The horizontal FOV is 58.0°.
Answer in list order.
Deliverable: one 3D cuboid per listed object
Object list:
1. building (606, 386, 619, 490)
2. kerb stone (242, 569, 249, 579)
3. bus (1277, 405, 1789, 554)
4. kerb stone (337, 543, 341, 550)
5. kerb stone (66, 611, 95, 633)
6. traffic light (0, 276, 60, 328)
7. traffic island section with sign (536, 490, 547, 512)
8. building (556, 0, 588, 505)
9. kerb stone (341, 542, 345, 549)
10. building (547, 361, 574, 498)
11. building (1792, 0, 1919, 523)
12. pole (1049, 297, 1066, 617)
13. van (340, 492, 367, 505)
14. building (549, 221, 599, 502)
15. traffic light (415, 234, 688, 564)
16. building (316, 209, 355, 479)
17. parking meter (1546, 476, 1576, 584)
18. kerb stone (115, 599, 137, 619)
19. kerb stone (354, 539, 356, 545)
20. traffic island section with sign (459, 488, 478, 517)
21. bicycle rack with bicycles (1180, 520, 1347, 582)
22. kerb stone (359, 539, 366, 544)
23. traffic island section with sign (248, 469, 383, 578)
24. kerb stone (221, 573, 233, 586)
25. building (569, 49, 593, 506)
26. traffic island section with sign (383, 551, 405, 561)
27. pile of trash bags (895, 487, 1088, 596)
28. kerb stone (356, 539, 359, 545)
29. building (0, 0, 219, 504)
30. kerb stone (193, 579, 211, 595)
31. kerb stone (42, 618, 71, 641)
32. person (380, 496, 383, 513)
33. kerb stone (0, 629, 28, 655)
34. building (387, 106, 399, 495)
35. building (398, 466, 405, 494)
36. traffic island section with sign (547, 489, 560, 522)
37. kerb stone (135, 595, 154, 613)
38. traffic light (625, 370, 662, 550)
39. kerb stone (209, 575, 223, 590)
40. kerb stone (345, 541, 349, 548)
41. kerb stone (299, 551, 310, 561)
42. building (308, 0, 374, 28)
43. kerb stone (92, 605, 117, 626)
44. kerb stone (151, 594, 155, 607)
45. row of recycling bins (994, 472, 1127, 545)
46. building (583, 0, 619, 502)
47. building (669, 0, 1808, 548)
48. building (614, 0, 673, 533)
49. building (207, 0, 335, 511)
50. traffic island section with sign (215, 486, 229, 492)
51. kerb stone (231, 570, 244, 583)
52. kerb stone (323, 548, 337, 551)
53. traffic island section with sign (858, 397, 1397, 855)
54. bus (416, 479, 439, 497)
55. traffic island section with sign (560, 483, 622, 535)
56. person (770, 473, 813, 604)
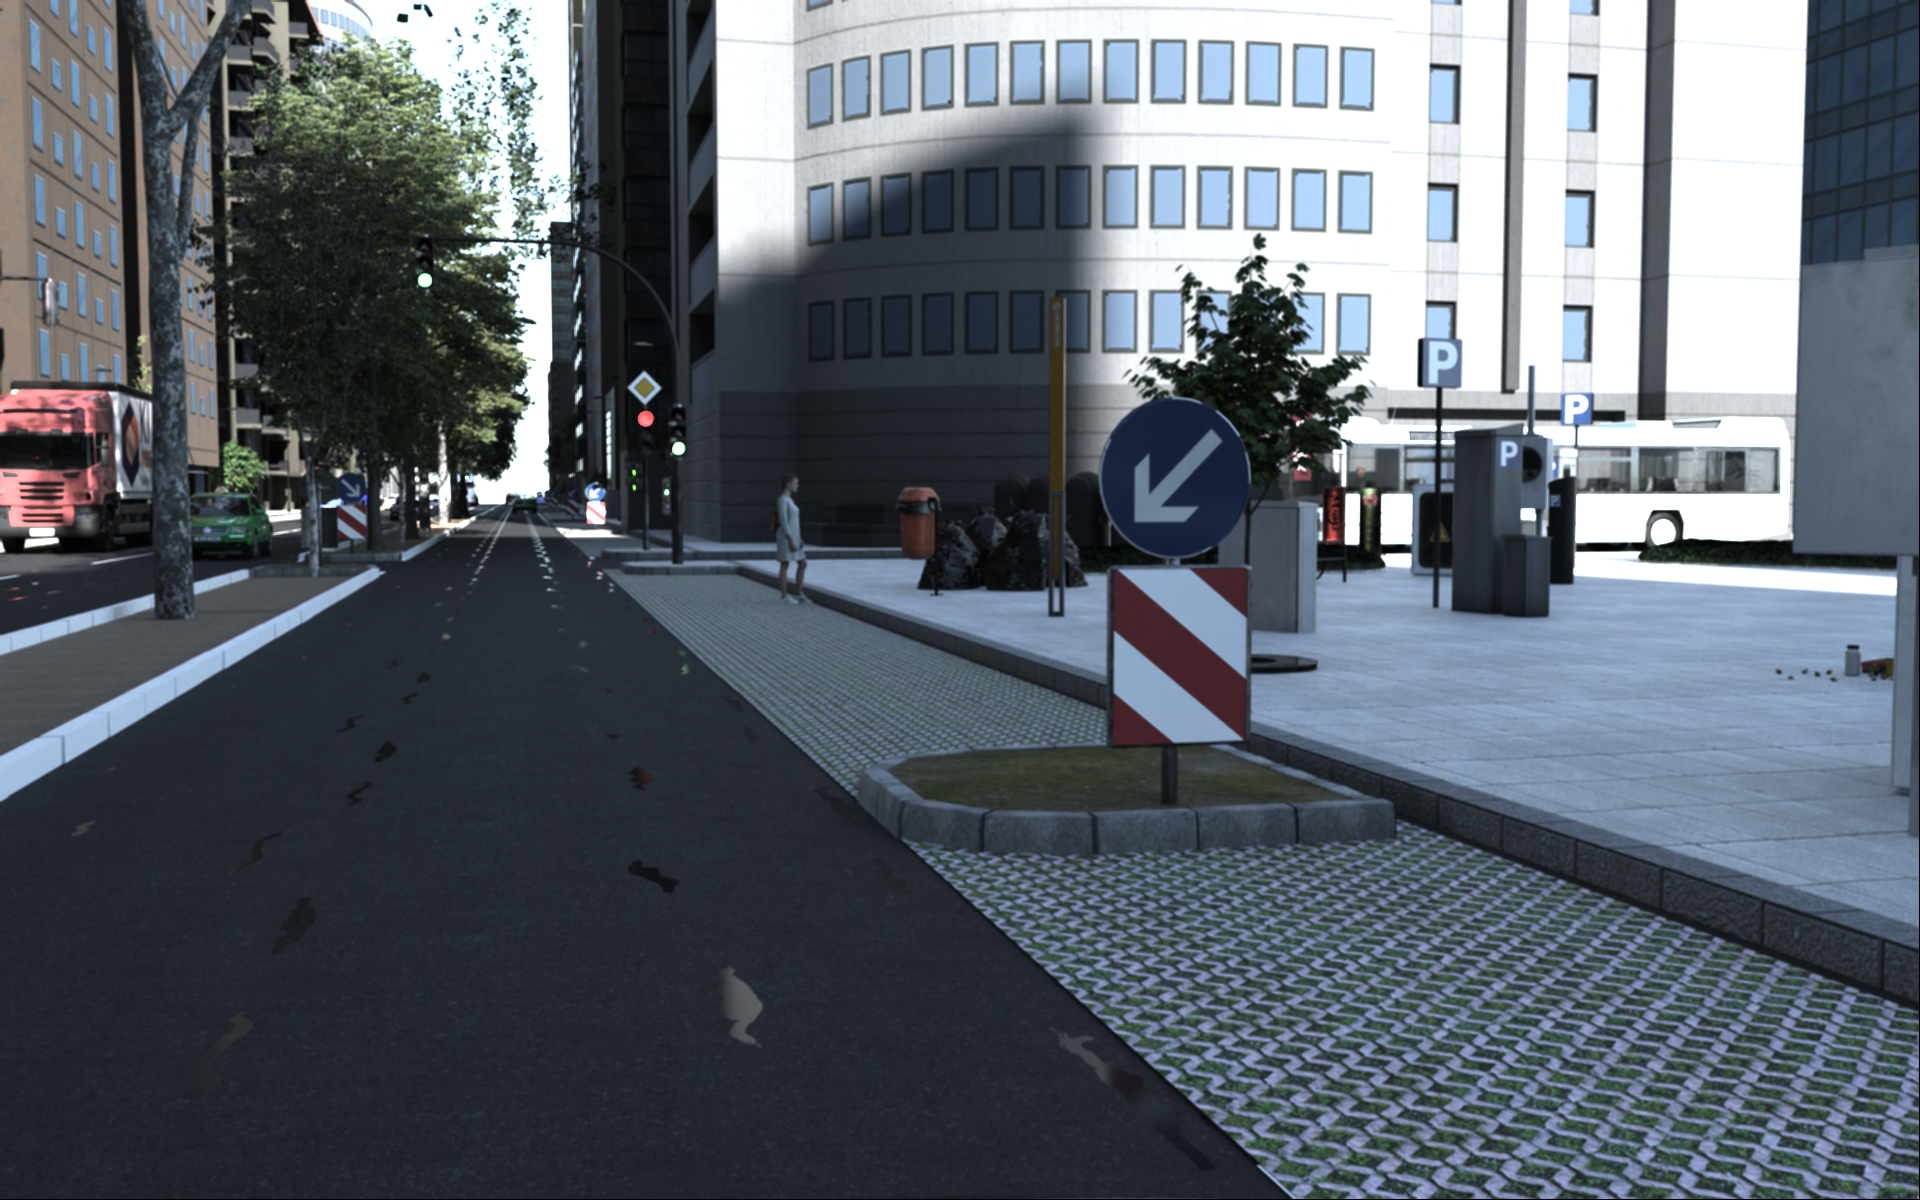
[{"bbox_3d":[-8.548,-48.087,98.896,22.319,86.520,31.000,-1,4,-14],"label":"building"},{"bbox_3d":[-12.037,-0.416,29.031,0.120,0.150,1.000,-1,4,-14],"label":"kerb stone"},{"bbox_3d":[13.234,-2.830,41.130,13.247,3.499,2.948,-1,4,-16],"label":"bus"},{"bbox_3d":[-15.711,-1.301,43.473,0.120,0.150,1.000,-1,4,-14],"label":"kerb stone"},{"bbox_3d":[-9.251,0.251,18.099,0.120,0.150,1.000,-1,4,-14],"label":"kerb stone"},{"bbox_3d":[-21.278,-3.746,35.908,4.771,5.953,1.251,-1,4,-14],"label":"traffic light"},{"bbox_3d":[-31.960,-7.767,135.613,1.989,1.847,2.006,-1,4,-14],"label":"traffic island section with sign"},{"bbox_3d":[-40.254,-47.604,216.569,20.563,71.187,20.611,-1,4,-14],"label":"building"},{"bbox_3d":[-15.964,-1.358,44.463,0.120,0.150,1.000,-1,4,-14],"label":"kerb stone"},{"bbox_3d":[-43.392,-24.327,242.783,27.650,21.520,28.899,-1,4,-14],"label":"building"},{"bbox_3d":[35.253,-24.826,56.014,14.200,45.320,14.600,-1,4,-14],"label":"building"},{"bbox_3d":[1.017,-1.484,18.107,0.158,3.312,0.155,0,3,0],"label":"pole"},{"bbox_3d":[-42.381,-7.171,121.636,2.240,2.365,5.245,-1,4,-15],"label":"van"},{"bbox_3d":[-54.591,-35.367,261.848,14.154,41.232,14.086,-1,4,-14],"label":"building"},{"bbox_3d":[-7.223,-3.450,31.069,4.771,5.953,1.251,-1,4,-14],"label":"traffic light"},{"bbox_3d":[-67.246,-24.287,168.791,14.160,30.474,14.107,-1,4,-14],"label":"building"},{"bbox_3d":[8.588,-0.999,24.752,0.372,1.533,0.369,0,3,0],"label":"parking meter"},{"bbox_3d":[-9.748,0.129,20.090,0.120,0.150,1.000,-1,4,-14],"label":"kerb stone"},{"bbox_3d":[-16.725,-1.544,47.436,0.120,0.150,1.000,-1,4,-14],"label":"kerb stone"},{"bbox_3d":[-31.739,-6.262,110.526,2.006,1.907,1.989,-1,4,-14],"label":"traffic island section with sign"},{"bbox_3d":[4.156,-0.724,25.224,2.925,0.926,2.852,-3,5,-43],"label":"bicycle rack with bicycles"},{"bbox_3d":[-17.481,-1.723,50.417,0.120,0.150,1.000,-1,4,-14],"label":"kerb stone"},{"bbox_3d":[-11.363,-1.369,30.525,2.006,1.907,1.989,-1,4,-14],"label":"traffic island section with sign"},{"bbox_3d":[-11.537,-0.297,27.044,0.120,0.150,1.000,-1,4,-14],"label":"kerb stone"},{"bbox_3d":[-27.170,-33.915,174.111,23.786,49.044,30.456,-1,4,-14],"label":"building"},{"bbox_3d":[-13.182,-1.809,37.706,2.006,1.907,1.989,-1,4,-14],"label":"traffic island section with sign"},{"bbox_3d":[0.240,-0.824,23.222,1.912,1.369,3.447,2,4,32],"label":"pile of trash bags"},{"bbox_3d":[-16.976,-1.603,48.427,0.120,0.150,1.000,-1,4,-14],"label":"kerb stone"},{"bbox_3d":[-43.978,-26.384,81.490,14.600,45.320,14.200,-1,4,-14],"label":"building"},{"bbox_3d":[-11.025,-0.174,25.064,0.120,0.150,1.000,-1,4,-14],"label":"kerb stone"},{"bbox_3d":[-9.003,0.315,17.108,0.120,0.150,1.000,-1,4,-14],"label":"kerb stone"},{"bbox_3d":[-43.997,-7.320,131.365,0.799,1.438,0.628,2,4,31],"label":"person"},{"bbox_3d":[-8.744,0.372,16.106,0.120,0.150,1.000,-1,4,-14],"label":"kerb stone"},{"bbox_3d":[-86.153,-41.911,227.243,21.231,58.520,28.212,-1,4,-14],"label":"building"},{"bbox_3d":[-87.231,-29.271,250.277,14.160,30.474,14.107,-1,4,-14],"label":"building"},{"bbox_3d":[-19.784,-4.844,87.822,1.989,1.847,2.006,-1,4,-14],"label":"traffic island section with sign"},{"bbox_3d":[-10.015,0.073,21.085,0.120,0.150,1.000,-1,4,-14],"label":"kerb stone"},{"bbox_3d":[-7.189,-3.091,39.461,0.839,4.253,0.868,-1,4,-14],"label":"traffic light"},{"bbox_3d":[-11.276,-0.236,26.055,0.120,0.150,1.000,-1,4,-14],"label":"kerb stone"},{"bbox_3d":[-16.217,-1.422,45.456,0.120,0.150,1.000,-1,4,-14],"label":"kerb stone"},{"bbox_3d":[-14.197,-0.935,37.516,0.120,0.150,1.000,-1,4,-14],"label":"kerb stone"},{"bbox_3d":[-78.498,-40.248,200.056,21.231,58.520,28.212,-1,4,-14],"label":"building"},{"bbox_3d":[-9.501,0.189,19.098,0.120,0.150,1.000,-1,4,-14],"label":"kerb stone"},{"bbox_3d":[-10.265,0.008,22.083,0.120,0.150,1.000,-1,4,-14],"label":"kerb stone"},{"bbox_3d":[2.080,-1.555,32.543,3.534,1.692,1.069,3,5,39],"label":"row of recycling bins"},{"bbox_3d":[-25.407,-30.658,151.363,14.600,45.320,14.200,-1,4,-14],"label":"building"},{"bbox_3d":[6.184,-31.158,51.427,28.212,58.520,21.231,-1,4,-14],"label":"building"},{"bbox_3d":[-6.790,-18.219,69.586,14.160,30.474,14.107,-1,4,-14],"label":"building"},{"bbox_3d":[-65.685,-30.068,146.230,22.147,44.769,28.867,-1,4,-14],"label":"building"},{"bbox_3d":[-35.546,-4.574,83.409,1.989,1.847,2.006,-1,4,-14],"label":"traffic island section with sign"},{"bbox_3d":[-11.782,-0.357,28.040,0.120,0.150,1.000,-1,4,-14],"label":"kerb stone"},{"bbox_3d":[-15.462,-1.237,42.481,0.120,0.150,1.000,-1,4,-14],"label":"kerb stone"},{"bbox_3d":[0.595,0.050,7.813,1.989,1.847,2.006,-1,4,-14],"label":"traffic island section with sign"},{"bbox_3d":[-62.952,-12.899,205.754,2.948,3.499,13.247,-1,4,-13],"label":"bus"},{"bbox_3d":[-13.086,-3.236,61.543,1.989,1.847,2.006,-1,4,-14],"label":"traffic island section with sign"},{"bbox_3d":[-2.218,-0.794,22.492,0.522,1.701,0.512,0,4,7],"label":"person"}]
